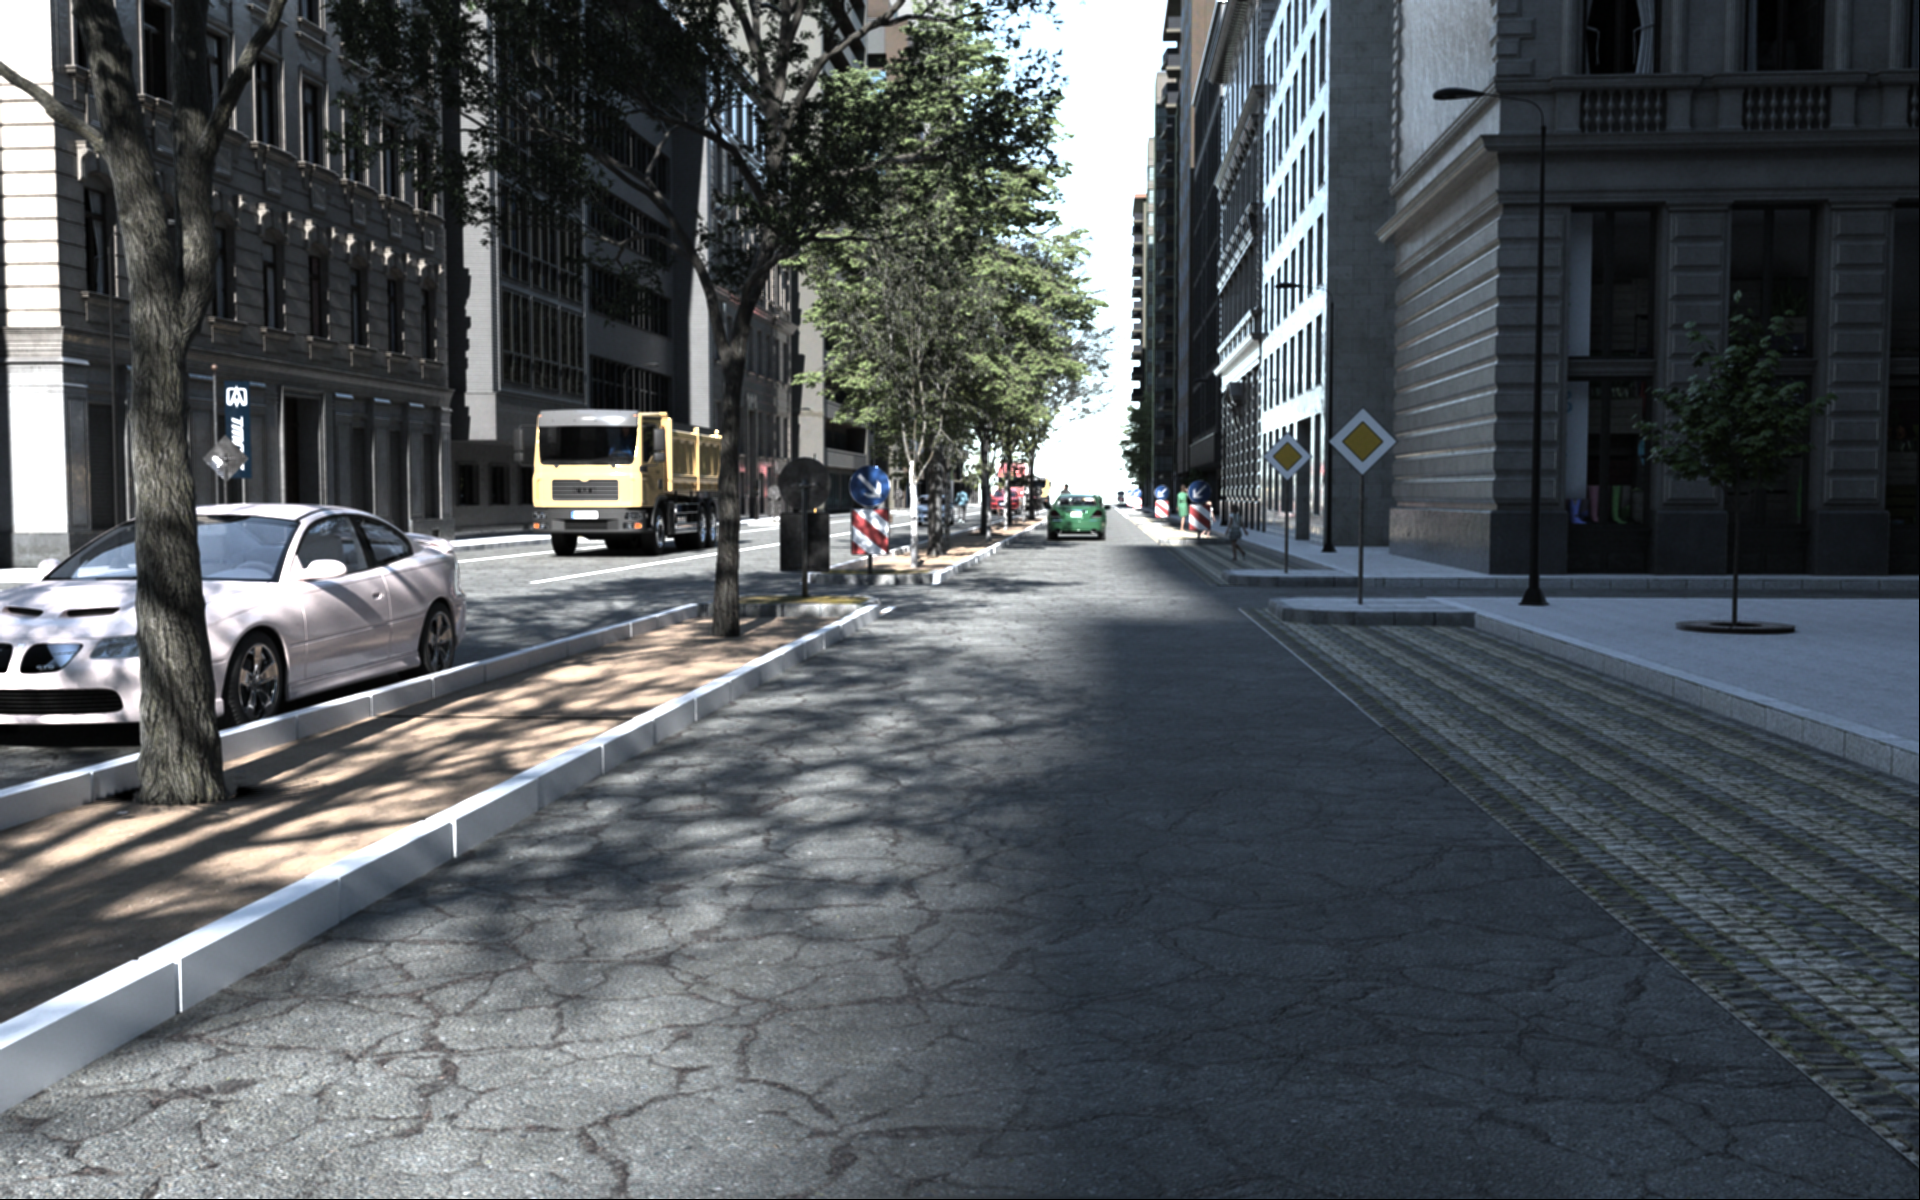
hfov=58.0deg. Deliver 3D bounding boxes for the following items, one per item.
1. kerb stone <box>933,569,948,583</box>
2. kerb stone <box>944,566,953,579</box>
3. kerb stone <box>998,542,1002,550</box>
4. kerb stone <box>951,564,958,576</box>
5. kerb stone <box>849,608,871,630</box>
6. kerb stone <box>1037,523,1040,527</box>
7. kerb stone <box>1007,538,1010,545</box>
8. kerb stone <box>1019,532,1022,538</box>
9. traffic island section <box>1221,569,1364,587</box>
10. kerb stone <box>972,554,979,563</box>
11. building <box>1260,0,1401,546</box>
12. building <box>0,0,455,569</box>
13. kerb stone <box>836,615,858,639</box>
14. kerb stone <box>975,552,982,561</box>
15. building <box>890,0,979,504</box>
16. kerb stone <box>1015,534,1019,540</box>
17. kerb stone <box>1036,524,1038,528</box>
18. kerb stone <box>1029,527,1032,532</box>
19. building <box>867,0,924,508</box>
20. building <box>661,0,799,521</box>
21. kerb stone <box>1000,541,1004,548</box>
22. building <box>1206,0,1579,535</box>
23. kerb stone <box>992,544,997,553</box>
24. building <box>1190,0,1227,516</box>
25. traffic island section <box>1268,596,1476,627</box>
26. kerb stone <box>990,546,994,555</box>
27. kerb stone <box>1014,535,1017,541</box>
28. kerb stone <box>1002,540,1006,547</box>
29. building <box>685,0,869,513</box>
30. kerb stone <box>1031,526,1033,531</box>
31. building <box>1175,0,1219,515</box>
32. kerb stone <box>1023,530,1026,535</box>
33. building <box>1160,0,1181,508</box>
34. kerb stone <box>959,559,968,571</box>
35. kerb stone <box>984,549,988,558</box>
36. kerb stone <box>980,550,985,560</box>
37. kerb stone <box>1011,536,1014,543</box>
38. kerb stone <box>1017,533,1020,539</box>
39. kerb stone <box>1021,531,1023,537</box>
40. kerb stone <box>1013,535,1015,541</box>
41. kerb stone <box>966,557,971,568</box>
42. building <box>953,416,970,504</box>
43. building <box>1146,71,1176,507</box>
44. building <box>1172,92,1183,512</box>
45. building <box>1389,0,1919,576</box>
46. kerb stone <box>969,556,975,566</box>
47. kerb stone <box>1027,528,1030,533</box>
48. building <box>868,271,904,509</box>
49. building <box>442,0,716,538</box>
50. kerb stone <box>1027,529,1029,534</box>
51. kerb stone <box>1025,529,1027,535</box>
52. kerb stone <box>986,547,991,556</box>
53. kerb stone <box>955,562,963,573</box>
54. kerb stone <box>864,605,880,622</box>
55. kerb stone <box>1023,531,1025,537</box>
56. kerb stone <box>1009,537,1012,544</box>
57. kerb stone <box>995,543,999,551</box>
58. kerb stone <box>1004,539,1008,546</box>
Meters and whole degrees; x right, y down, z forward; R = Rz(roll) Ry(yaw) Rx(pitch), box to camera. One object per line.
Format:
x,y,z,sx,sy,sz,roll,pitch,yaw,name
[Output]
-0.335,-0.372,28.281,0.120,0.150,1.000,0,4,5,kerb stone
-0.256,-0.432,29.303,0.120,0.150,1.000,0,4,5,kerb stone
0.899,-1.310,43.618,0.120,0.150,1.000,0,4,5,kerb stone
-0.171,-0.497,30.328,0.120,0.150,1.000,0,4,5,kerb stone
-1.111,0.222,18.561,0.120,0.150,1.000,0,4,5,kerb stone
3.102,-2.995,71.228,0.120,0.150,1.000,0,4,5,kerb stone
1.218,-1.561,47.721,0.120,0.150,1.000,0,4,5,kerb stone
1.788,-1.999,54.877,0.120,0.150,1.000,0,4,5,kerb stone
5.316,-0.358,28.130,2.009,0.180,2.903,0,4,5,traffic island section
0.234,-0.806,35.444,0.120,0.150,1.000,0,4,5,kerb stone
14.781,-11.938,49.942,10.420,20.320,16.860,0,4,5,building
-19.210,-11.568,38.284,9.793,20.994,18.267,0,4,5,building
-1.184,0.286,17.541,0.120,0.150,1.000,0,4,5,kerb stone
0.325,-0.873,36.473,0.120,0.150,1.000,0,4,5,kerb stone
-7.819,-49.129,241.514,20.563,71.187,20.611,0,4,5,building
1.630,-1.874,52.830,0.120,0.150,1.000,0,4,5,kerb stone
2.931,-2.874,69.190,0.120,0.150,1.000,0,4,5,kerb stone
2.449,-2.495,63.058,0.120,0.150,1.000,0,4,5,kerb stone
-10.948,-31.297,161.812,14.600,45.320,14.200,0,4,5,building
-16.492,-17.929,90.397,12.463,27.353,25.104,0,4,5,building
0.975,-1.373,44.650,0.120,0.150,1.000,0,4,5,kerb stone
15.876,-14.663,68.616,11.050,23.489,19.941,0,4,5,building
0.727,-1.185,41.576,0.120,0.150,1.000,0,4,5,kerb stone
19.798,-18.147,90.203,14.314,27.812,24.014,0,4,5,building
4.680,0.129,20.170,2.009,0.180,2.903,0,4,5,traffic island section
0.650,-1.119,40.557,0.120,0.150,1.000,0,4,5,kerb stone
1.541,-1.804,51.804,0.120,0.150,1.000,0,4,5,kerb stone
1.055,-1.436,45.671,0.120,0.150,1.000,0,4,5,kerb stone
-18.101,-30.075,115.424,21.300,48.544,21.600,0,4,5,building
2.527,-2.562,64.079,0.120,0.150,1.000,0,4,5,kerb stone
21.581,-28.298,112.777,14.600,45.320,14.200,0,4,5,building
2.036,-2.183,57.945,0.120,0.150,1.000,0,4,5,kerb stone
28.354,-30.172,147.943,22.147,44.769,28.867,0,4,5,building
-0.002,-0.622,32.368,0.120,0.150,1.000,0,4,5,kerb stone
0.477,-0.995,38.512,0.120,0.150,1.000,0,4,5,kerb stone
0.400,-0.935,37.492,0.120,0.150,1.000,0,4,5,kerb stone
1.384,-1.685,49.765,0.120,0.150,1.000,0,4,5,kerb stone
1.706,-1.934,53.852,0.120,0.150,1.000,0,4,5,kerb stone
1.873,-2.060,55.895,0.120,0.150,1.000,0,4,5,kerb stone
1.465,-1.740,50.785,0.120,0.150,1.000,0,4,5,kerb stone
0.075,-0.685,33.387,0.120,0.150,1.000,0,4,5,kerb stone
-10.295,-34.413,217.278,22.147,44.769,28.867,0,4,5,building
26.033,-29.790,170.667,14.154,41.232,14.086,0,4,5,building
22.687,-21.750,127.315,14.160,30.474,14.107,0,4,5,building
18.017,-12.355,30.886,19.941,23.489,11.050,0,4,5,building
0.157,-0.739,34.417,0.120,0.150,1.000,0,4,5,kerb stone
2.284,-2.374,61.004,0.120,0.150,1.000,0,4,5,kerb stone
-19.948,-18.143,141.678,27.650,21.520,28.899,0,4,5,building
-18.977,-14.880,62.347,14.314,24.678,30.058,0,4,5,building
2.206,-2.311,59.982,0.120,0.150,1.000,0,4,5,kerb stone
2.125,-2.249,58.963,0.120,0.150,1.000,0,4,5,kerb stone
0.561,-1.060,39.530,0.120,0.150,1.000,0,4,5,kerb stone
-0.084,-0.556,31.350,0.120,0.150,1.000,0,4,5,kerb stone
-1.030,0.160,19.582,0.120,0.150,1.000,0,4,5,kerb stone
1.956,-2.124,56.926,0.120,0.150,1.000,0,4,5,kerb stone
1.302,-1.623,48.739,0.120,0.150,1.000,0,4,5,kerb stone
0.820,-1.244,42.599,0.120,0.150,1.000,0,4,5,kerb stone
1.136,-1.498,46.695,0.120,0.150,1.000,0,4,5,kerb stone
